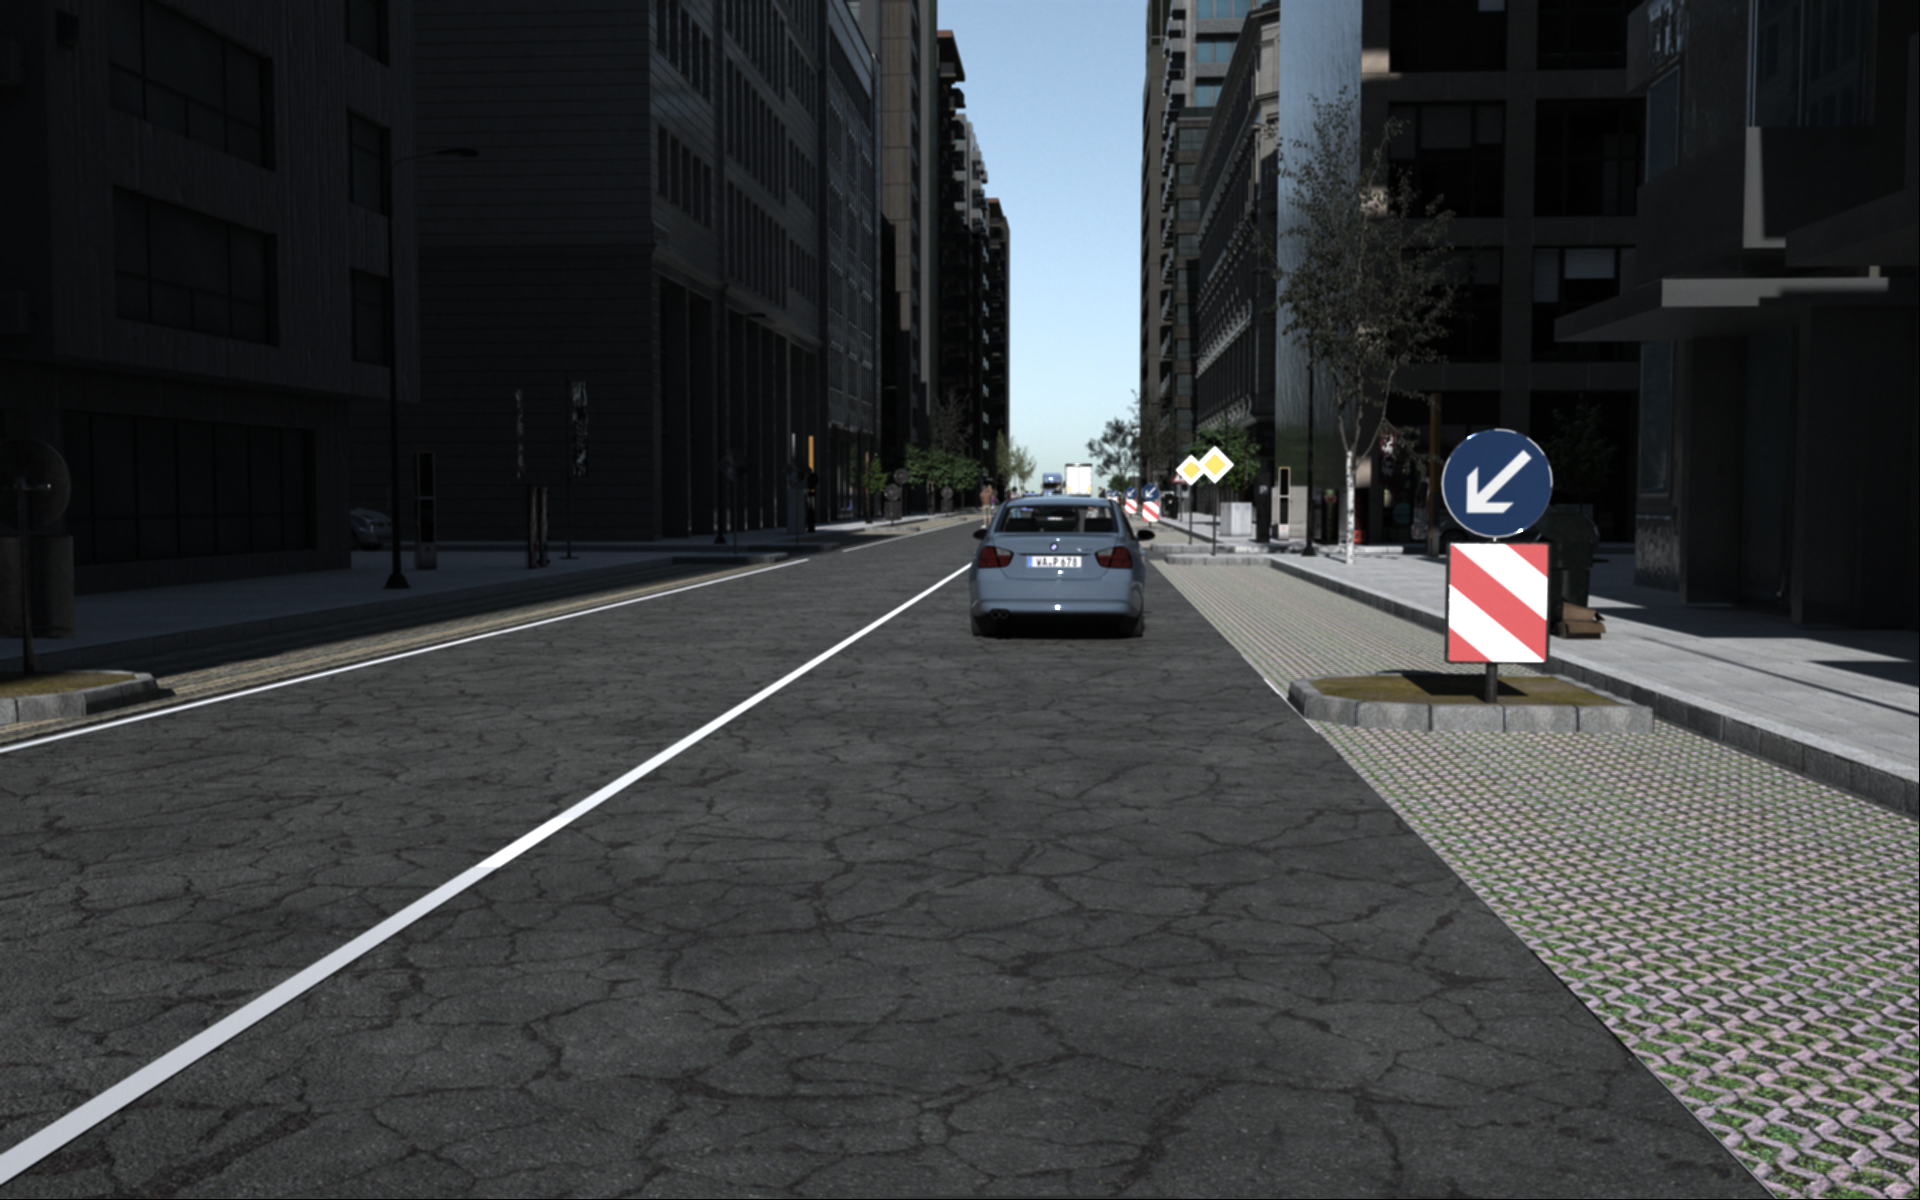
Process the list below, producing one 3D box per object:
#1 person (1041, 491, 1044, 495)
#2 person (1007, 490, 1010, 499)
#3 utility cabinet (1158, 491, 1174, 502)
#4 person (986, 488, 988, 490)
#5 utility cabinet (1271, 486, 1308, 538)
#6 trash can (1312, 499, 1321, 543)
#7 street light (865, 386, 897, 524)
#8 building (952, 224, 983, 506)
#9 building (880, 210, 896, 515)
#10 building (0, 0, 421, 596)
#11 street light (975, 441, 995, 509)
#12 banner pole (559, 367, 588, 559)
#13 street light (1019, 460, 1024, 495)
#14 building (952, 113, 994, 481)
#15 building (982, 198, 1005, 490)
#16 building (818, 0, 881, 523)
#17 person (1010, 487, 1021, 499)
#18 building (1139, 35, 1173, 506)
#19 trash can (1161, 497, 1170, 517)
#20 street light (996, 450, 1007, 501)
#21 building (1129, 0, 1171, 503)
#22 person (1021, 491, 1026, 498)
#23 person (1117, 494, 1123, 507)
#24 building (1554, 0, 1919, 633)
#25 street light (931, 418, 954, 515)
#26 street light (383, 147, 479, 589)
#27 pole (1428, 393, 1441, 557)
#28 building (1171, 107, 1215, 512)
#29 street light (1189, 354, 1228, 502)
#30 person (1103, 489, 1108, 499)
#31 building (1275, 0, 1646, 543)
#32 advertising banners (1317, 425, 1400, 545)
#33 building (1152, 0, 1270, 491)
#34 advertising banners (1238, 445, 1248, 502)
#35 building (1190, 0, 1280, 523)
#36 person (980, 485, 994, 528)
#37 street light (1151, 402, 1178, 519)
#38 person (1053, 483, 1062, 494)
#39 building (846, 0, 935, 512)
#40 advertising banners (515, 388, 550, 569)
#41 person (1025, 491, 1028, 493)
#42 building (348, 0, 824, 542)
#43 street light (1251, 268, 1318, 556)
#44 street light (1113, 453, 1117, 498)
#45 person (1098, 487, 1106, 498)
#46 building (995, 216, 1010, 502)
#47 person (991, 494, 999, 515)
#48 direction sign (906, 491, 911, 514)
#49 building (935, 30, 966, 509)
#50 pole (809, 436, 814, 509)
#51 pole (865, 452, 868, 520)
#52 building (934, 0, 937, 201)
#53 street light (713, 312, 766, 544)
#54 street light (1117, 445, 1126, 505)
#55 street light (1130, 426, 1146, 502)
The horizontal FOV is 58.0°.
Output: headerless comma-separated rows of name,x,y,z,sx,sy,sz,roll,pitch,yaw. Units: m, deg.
person,8.496,-10.308,177.590,0.434,1.755,0.990,2,4,29
person,3.661,-7.162,126.308,0.721,1.735,1.217,0,4,-7
utility cabinet,13.924,-6.652,117.440,1.173,1.500,0.318,2,4,28
person,1.877,-6.583,116.155,0.581,1.822,0.654,1,4,14
utility cabinet,9.642,-2.556,50.471,1.173,1.500,0.318,3,5,45
trash can,9.618,-2.095,45.904,0.748,1.137,0.748,0,3,0
street light,-3.400,-6.260,74.891,1.470,5.913,1.316,0,4,4
building,-4.969,-25.242,184.401,14.160,30.474,14.107,0,4,4
building,-10.841,-16.798,104.327,12.332,23.373,15.834,0,4,4
building,-16.709,-15.572,26.298,14.107,30.474,14.160,0,4,4
street light,2.047,-10.974,151.962,1.470,5.913,1.316,0,4,4
banner pole,-7.573,-2.695,34.080,0.863,3.779,0.401,3,5,40
street light,8.016,-16.075,235.366,1.470,5.913,1.316,0,4,4
building,-7.963,-36.747,220.426,23.786,49.044,30.456,0,4,4
building,-4.985,-36.416,250.026,22.147,44.769,28.867,0,4,4
building,-11.082,-16.381,85.845,12.078,24.808,19.932,0,4,4
person,2.176,-3.542,67.254,0.563,1.720,0.643,-2,4,-35
building,29.955,-34.029,180.078,21.300,48.544,21.600,0,4,4
trash can,11.555,-5.217,96.957,0.748,1.137,0.748,0,3,0
street light,4.202,-12.835,182.388,1.470,5.913,1.316,0,4,4
building,34.101,-49.091,240.889,20.563,71.187,20.611,0,4,4
person,6.553,-10.018,173.026,1.217,1.736,0.721,1,4,12
person,11.724,-7.072,127.381,0.557,1.426,1.065,3,5,43
building,18.080,-23.845,9.479,23.786,49.044,30.456,0,4,4
street light,-1.169,-8.145,105.713,1.470,5.913,1.316,0,4,4
street light,-7.123,-3.108,23.351,1.470,5.913,1.316,0,4,4
pole,9.622,-2.524,35.110,0.158,3.312,0.155,0,3,0
building,23.199,-22.051,132.234,14.160,30.474,14.107,0,4,4
street light,8.287,-5.194,57.460,1.470,5.913,1.316,0,4,4
person,10.650,-7.303,127.933,0.705,1.821,1.348,-1,4,-16
building,27.943,-15.183,52.752,34.151,26.468,19.350,0,4,4
advertising banners,10.035,-2.900,43.601,2.074,3.025,0.090,0,4,-4
building,29.426,-32.655,153.520,23.786,49.044,30.456,0,4,4
advertising banners,9.995,-3.973,61.144,0.090,3.025,2.074,1,4,17
building,22.534,-19.512,95.432,17.030,29.872,44.131,0,4,4
person,1.176,-3.987,73.661,0.573,1.828,0.580,3,5,39
street light,10.371,-7.055,87.890,1.470,5.913,1.316,0,4,4
person,4.174,-3.950,72.449,0.474,1.900,0.648,-3,4,-37
building,-9.406,-27.109,126.819,14.154,41.232,14.086,0,4,4
advertising banners,-7.346,-2.052,29.730,0.090,3.025,2.074,0,4,0
person,6.470,-9.880,170.828,0.721,1.735,1.217,-1,4,-20
building,-12.560,-17.334,60.908,11.434,29.767,29.804,0,4,4
street light,6.686,-3.863,35.700,1.470,5.913,1.316,0,4,4
street light,18.055,-13.606,194.998,1.470,5.913,1.316,0,4,4
person,8.542,-5.934,105.294,0.755,1.850,0.659,-1,4,-11
building,0.546,-37.985,271.163,14.600,45.320,14.200,0,4,4
person,2.289,-6.682,120.970,0.991,1.433,0.599,1,4,22
direction sign,-3.257,-7.186,109.495,0.876,3.537,0.379,-1,4,-12
building,-11.009,-31.087,162.893,22.147,44.769,28.867,0,4,4
pole,-5.230,-4.108,61.009,0.158,3.312,0.155,0,3,0
pole,-4.483,-5.489,83.590,0.158,3.312,0.155,0,3,0
building,-9.323,-30.037,141.208,14.600,45.320,14.200,0,4,4
street light,-5.649,-4.399,44.473,1.470,5.913,1.316,0,4,4
street light,15.970,-11.745,164.568,1.470,5.913,1.316,0,4,4
street light,12.534,-8.916,118.315,1.470,5.913,1.316,0,4,4
